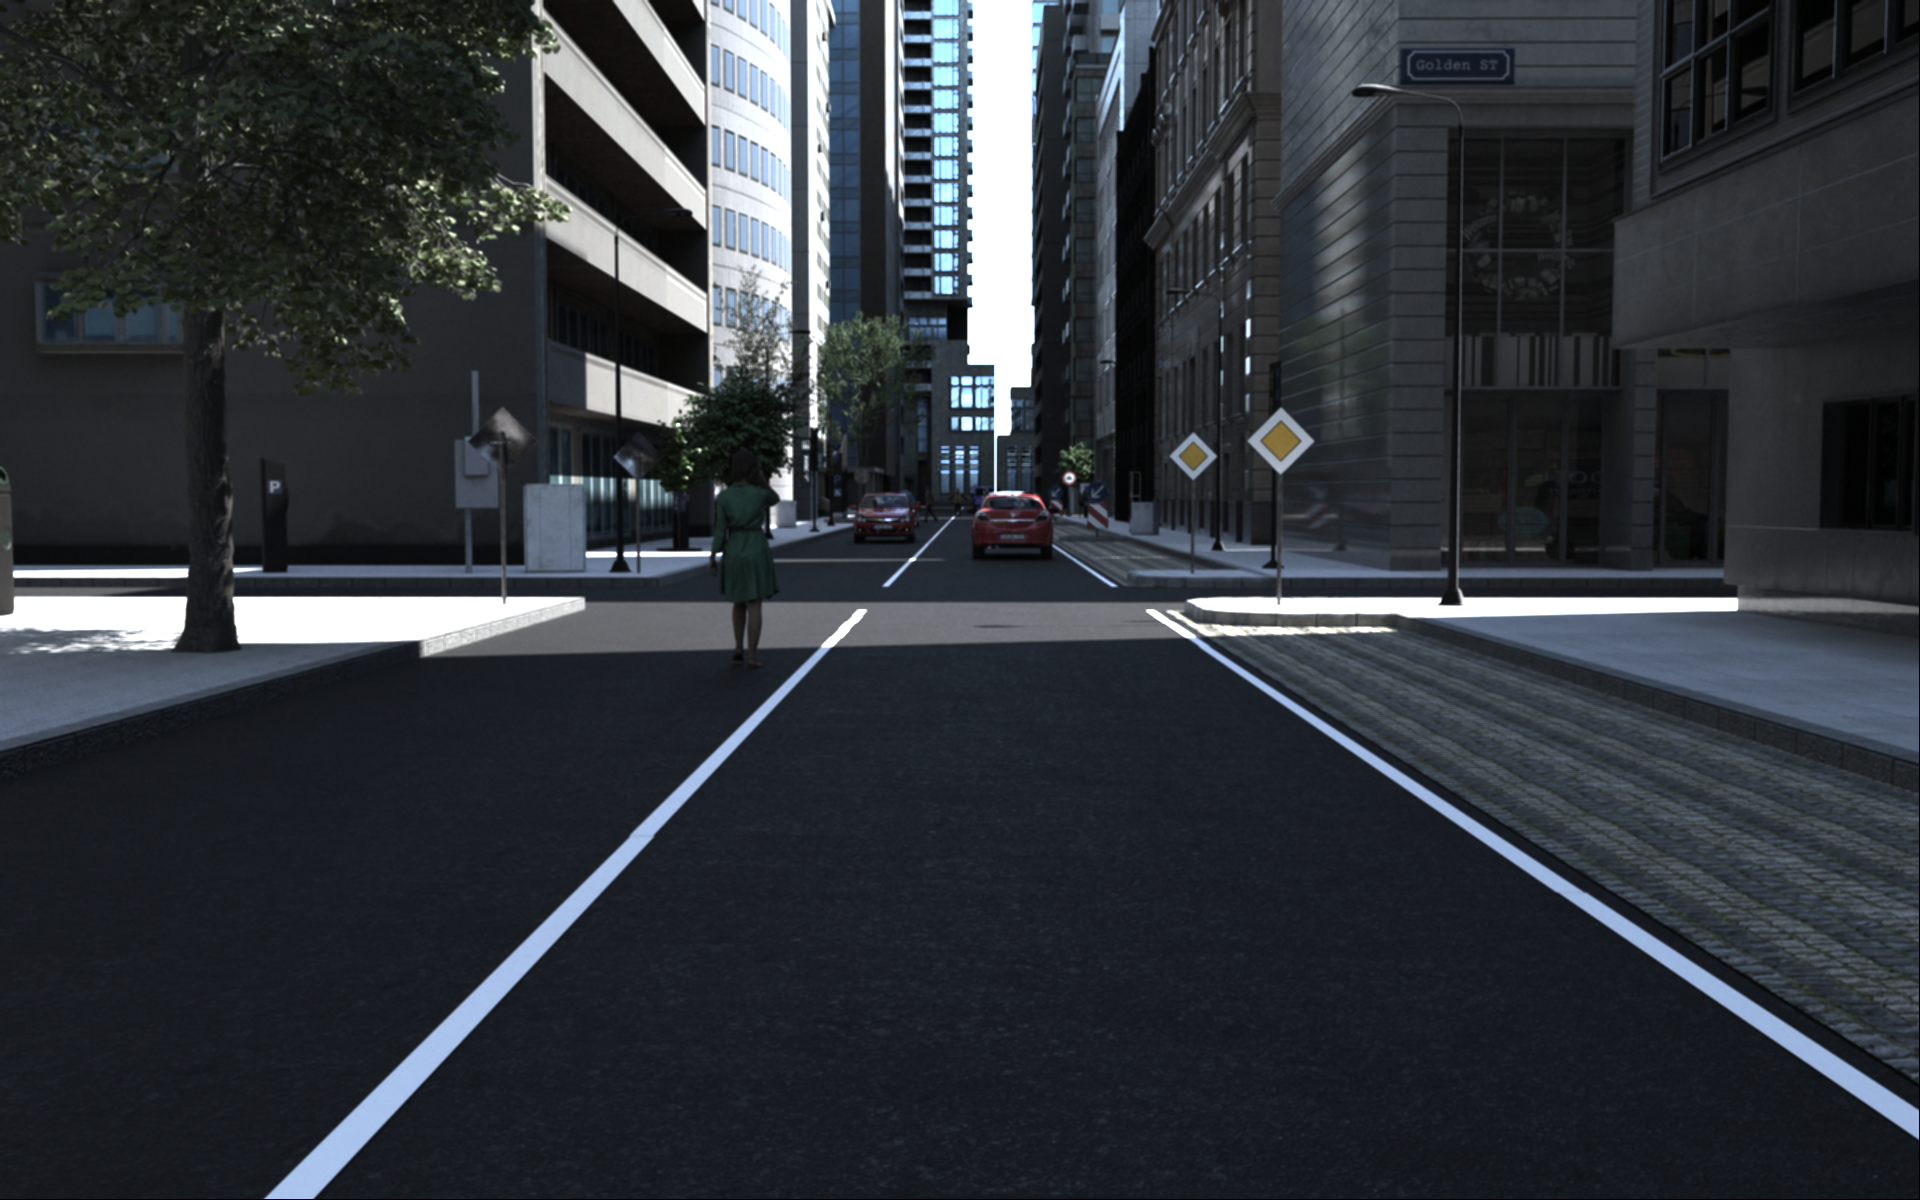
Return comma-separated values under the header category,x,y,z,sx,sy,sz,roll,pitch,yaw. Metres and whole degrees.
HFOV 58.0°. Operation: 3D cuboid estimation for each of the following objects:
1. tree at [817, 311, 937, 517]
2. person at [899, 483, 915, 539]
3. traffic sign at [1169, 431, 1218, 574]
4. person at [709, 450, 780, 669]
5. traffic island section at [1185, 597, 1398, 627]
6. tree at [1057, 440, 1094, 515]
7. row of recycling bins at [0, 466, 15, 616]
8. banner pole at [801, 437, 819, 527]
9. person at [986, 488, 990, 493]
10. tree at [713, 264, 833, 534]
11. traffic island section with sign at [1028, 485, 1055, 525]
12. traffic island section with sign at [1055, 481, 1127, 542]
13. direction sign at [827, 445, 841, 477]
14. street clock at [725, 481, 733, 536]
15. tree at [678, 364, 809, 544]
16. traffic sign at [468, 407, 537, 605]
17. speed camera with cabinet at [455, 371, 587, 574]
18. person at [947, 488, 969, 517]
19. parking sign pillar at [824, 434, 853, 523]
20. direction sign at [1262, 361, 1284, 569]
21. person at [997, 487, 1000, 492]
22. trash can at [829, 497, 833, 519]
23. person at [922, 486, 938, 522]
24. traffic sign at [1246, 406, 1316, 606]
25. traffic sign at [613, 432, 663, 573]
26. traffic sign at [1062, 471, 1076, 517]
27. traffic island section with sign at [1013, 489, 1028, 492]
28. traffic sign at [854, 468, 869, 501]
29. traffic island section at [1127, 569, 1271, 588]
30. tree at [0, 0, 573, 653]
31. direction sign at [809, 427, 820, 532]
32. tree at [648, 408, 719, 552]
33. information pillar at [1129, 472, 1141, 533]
category,x,y,z,sx,sy,sz,roll,pitch,yaw
tree,-5.400,-10.457,96.732,9.928,11.665,9.643,0,3,0
person,-1.723,-2.822,54.988,0.601,1.785,0.444,0,4,2
traffic sign,3.745,-1.482,27.873,0.795,2.450,0.064,0,4,1
person,-1.786,-0.344,14.366,0.600,1.795,0.529,0,4,-7
traffic island section,3.693,0.142,19.965,2.009,0.180,2.903,0,4,1
tree,7.449,-7.505,106.416,4.285,4.588,4.351,0,3,0
row of recycling bins,-10.846,-0.600,16.923,1.069,1.692,3.534,1,4,14
banner pole,-5.840,-4.720,67.184,0.863,3.779,0.401,-3,5,-44
person,1.755,-5.563,99.679,0.699,1.804,1.509,1,4,23
tree,-6.206,-6.418,55.304,4.360,8.622,3.978,0,3,0
traffic island section with sign,4.263,-4.344,79.658,1.989,1.847,2.006,0,4,1
traffic island section with sign,4.010,-2.686,52.547,1.989,1.847,2.006,0,4,1
direction sign,-5.666,-5.338,79.273,0.876,3.537,0.379,1,4,9
street clock,-6.864,-2.900,51.986,0.471,2.002,0.358,-2,4,-26
tree,-5.511,-3.678,43.854,4.285,4.588,4.351,0,3,0
traffic sign,-5.274,-1.000,19.992,0.795,2.450,0.064,0,4,1
speed camera with cabinet,-7.167,-2.074,28.253,2.038,3.252,0.660,-1,4,-15
person,-0.136,-6.185,109.722,1.348,1.812,0.705,0,4,-3
parking sign pillar,-5.343,-5.429,77.234,1.447,3.967,1.447,0,4,7
direction sign,5.419,-2.317,29.875,0.379,3.537,0.876,0,4,-1
person,2.226,-5.691,101.539,0.794,1.824,0.713,2,4,25
trash can,-6.472,-4.793,90.013,0.748,1.137,0.748,0,3,0
person,-1.546,-4.871,88.044,0.836,1.842,0.656,0,4,-2
traffic sign,3.670,-0.994,19.888,0.795,2.450,0.064,0,4,1
traffic sign,-5.199,-1.488,27.977,0.795,2.450,0.064,0,4,1
traffic sign,6.093,-5.901,96.592,0.768,2.556,0.104,0,4,3
traffic island section with sign,4.988,-9.061,156.781,1.989,1.847,2.006,0,4,1
traffic sign,-4.764,-5.120,83.823,0.768,2.556,0.104,0,4,4
traffic island section,3.769,-0.347,27.950,2.009,0.180,2.903,0,4,1
tree,-6.386,-5.876,14.194,7.486,12.596,7.792,0,3,0
direction sign,-4.967,-4.101,59.053,0.379,3.537,0.876,1,4,11
tree,-6.294,-2.708,38.883,1.663,3.219,1.824,0,3,0
information pillar,5.796,-3.231,57.321,0.304,2.012,0.304,-1,4,-9
